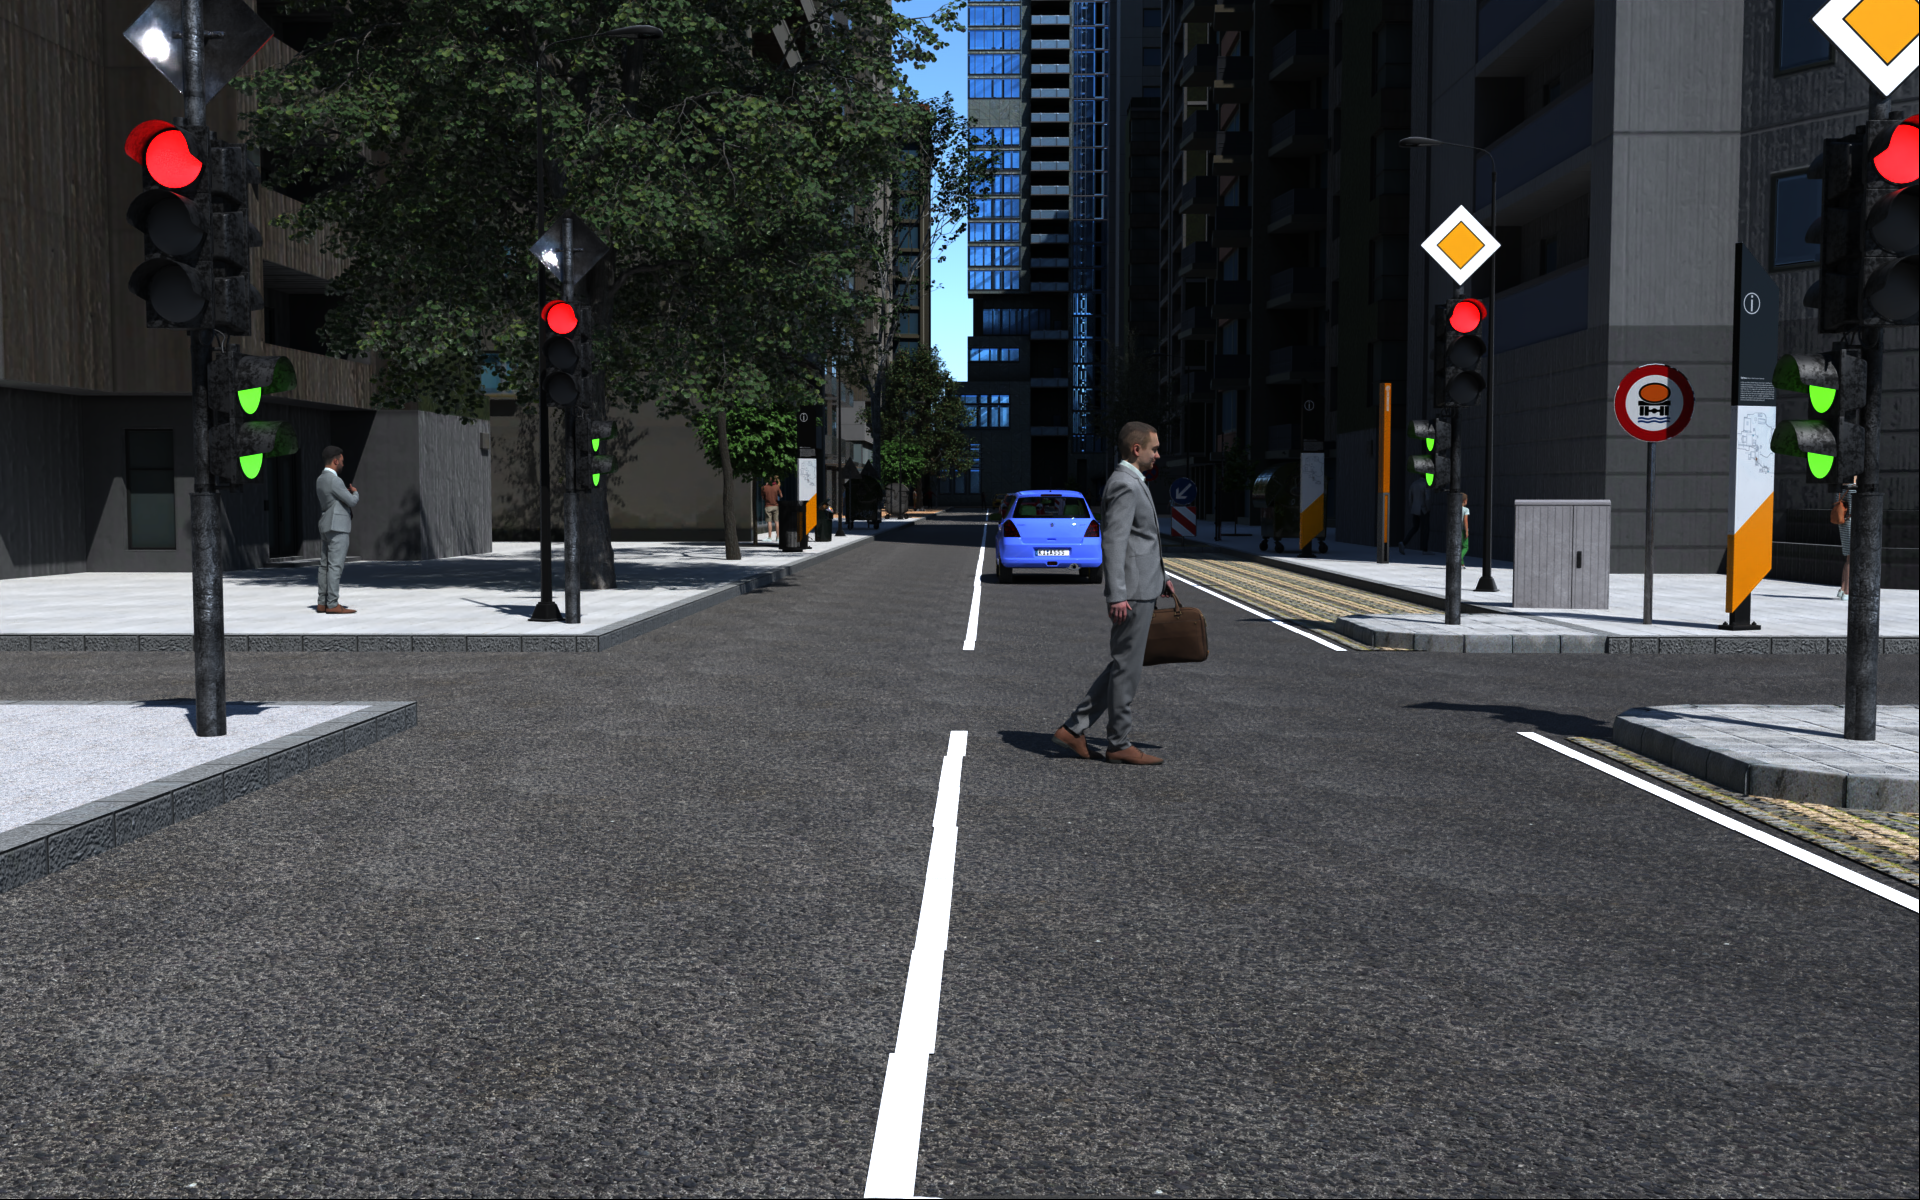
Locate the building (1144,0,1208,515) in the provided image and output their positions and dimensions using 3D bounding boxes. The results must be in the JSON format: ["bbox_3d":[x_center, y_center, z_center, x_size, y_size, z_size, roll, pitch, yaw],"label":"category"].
[{"bbox_3d":[21.889,-41.131,110.741,20.563,71.187,20.611,0,4,1],"label":"building"}]

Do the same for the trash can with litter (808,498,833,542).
[{"bbox_3d":[-3.922,-2.152,46.572,1.055,1.170,0.624,0,4,-2],"label":"trash can with litter"}]

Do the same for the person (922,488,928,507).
[{"bbox_3d":[-3.543,-9.771,165.432,1.348,1.869,0.705,-1,4,-12],"label":"person"}]

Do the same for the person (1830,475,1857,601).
[{"bbox_3d":[10.747,-0.846,20.878,0.522,1.701,0.512,-1,4,-13],"label":"person"}]

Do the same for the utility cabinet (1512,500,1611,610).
[{"bbox_3d":[6.759,-0.509,19.477,1.020,1.237,0.306,1,4,18],"label":"utility cabinet"}]

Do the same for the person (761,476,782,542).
[{"bbox_3d":[-5.053,-2.498,46.859,0.573,1.828,0.580,2,4,26],"label":"person"}]

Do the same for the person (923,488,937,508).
[{"bbox_3d":[-2.677,-9.105,154.850,1.348,1.831,0.705,0,4,6],"label":"person"}]

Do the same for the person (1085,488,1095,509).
[{"bbox_3d":[11.431,-8.981,152.974,0.705,1.812,1.348,3,5,39],"label":"person"}]

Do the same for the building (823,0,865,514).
[{"bbox_3d":[-18.375,-29.812,107.033,23.786,49.044,30.456,0,4,1],"label":"building"}]

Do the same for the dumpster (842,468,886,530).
[{"bbox_3d":[-3.514,-3.717,63.266,1.502,2.255,1.985,0,4,1],"label":"dumpster"}]

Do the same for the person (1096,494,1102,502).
[{"bbox_3d":[14.135,-10.007,172.210,1.348,1.812,0.705,-1,4,-9],"label":"person"}]

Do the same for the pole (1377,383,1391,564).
[{"bbox_3d":[7.817,-2.329,31.925,0.158,3.312,0.155,0,3,0],"label":"pole"}]

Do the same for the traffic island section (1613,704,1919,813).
[{"bbox_3d":[4.735,0.808,9.074,2.009,0.180,2.903,0,4,1],"label":"traffic island section"}]

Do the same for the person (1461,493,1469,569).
[{"bbox_3d":[8.497,-1.169,29.398,0.306,1.304,0.590,2,4,35],"label":"person"}]

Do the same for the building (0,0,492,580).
[{"bbox_3d":[-17.422,-15.824,30.422,14.160,30.474,14.107,0,4,1],"label":"building"}]

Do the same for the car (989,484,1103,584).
[{"bbox_3d":[1.455,-1.188,29.008,1.945,1.707,3.694,0,3,0],"label":"car"}]

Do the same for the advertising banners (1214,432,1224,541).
[{"bbox_3d":[7.206,-3.170,48.015,0.090,3.025,2.074,1,4,14],"label":"advertising banners"}]

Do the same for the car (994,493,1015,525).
[{"bbox_3d":[2.421,-3.602,67.936,2.155,1.783,4.494,0,4,2],"label":"car"}]

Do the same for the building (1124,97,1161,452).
[{"bbox_3d":[19.139,-21.881,129.459,14.160,30.474,14.107,0,4,1],"label":"building"}]

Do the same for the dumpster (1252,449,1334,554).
[{"bbox_3d":[7.323,-2.179,38.122,1.502,2.255,1.985,0,4,1],"label":"dumpster"}]

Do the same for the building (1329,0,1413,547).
[{"bbox_3d":[17.218,-16.895,47.937,14.160,30.474,14.107,0,4,1],"label":"building"}]

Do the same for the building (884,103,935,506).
[{"bbox_3d":[-17.385,-32.699,189.253,28.867,44.769,22.147,0,4,1],"label":"building"}]

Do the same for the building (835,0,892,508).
[{"bbox_3d":[-19.576,-34.319,150.362,27.495,52.752,28.713,0,4,1],"label":"building"}]

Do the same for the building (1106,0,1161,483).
[{"bbox_3d":[23.287,-37.179,149.879,21.231,58.520,28.212,0,4,1],"label":"building"}]

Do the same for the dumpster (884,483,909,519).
[{"bbox_3d":[-3.258,-5.088,88.953,1.264,1.857,1.865,0,4,1],"label":"dumpster"}]

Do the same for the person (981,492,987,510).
[{"bbox_3d":[2.169,-8.853,154.712,0.593,1.643,0.415,0,4,-3],"label":"person"}]

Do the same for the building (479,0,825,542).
[{"bbox_3d":[-16.070,-26.419,55.657,21.300,48.544,21.600,0,4,1],"label":"building"}]

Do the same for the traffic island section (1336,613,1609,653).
[{"bbox_3d":[4.874,0.319,17.058,2.009,0.180,2.903,0,4,1],"label":"traffic island section"}]

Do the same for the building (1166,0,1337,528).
[{"bbox_3d":[21.487,-25.825,76.863,22.147,44.769,28.867,0,4,1],"label":"building"}]

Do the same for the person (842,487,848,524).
[{"bbox_3d":[-4.900,-4.087,73.443,0.524,1.755,0.480,1,4,14],"label":"person"}]

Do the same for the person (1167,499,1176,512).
[{"bbox_3d":[9.928,-4.275,80.961,0.505,1.210,0.382,1,4,14],"label":"person"}]

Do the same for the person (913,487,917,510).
[{"bbox_3d":[-3.668,-8.341,142.417,0.705,1.824,1.348,-1,4,-15],"label":"person"}]

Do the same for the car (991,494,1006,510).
[{"bbox_3d":[3.896,-9.279,161.933,2.015,1.641,3.980,0,4,0],"label":"car"}]

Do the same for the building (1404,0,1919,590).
[{"bbox_3d":[24.424,-29.866,30.310,28.212,58.520,21.231,0,4,1],"label":"building"}]

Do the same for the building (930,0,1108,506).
[{"bbox_3d":[12.554,-53.540,188.044,31.000,86.520,22.319,0,4,1],"label":"building"}]

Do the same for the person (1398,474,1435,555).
[{"bbox_3d":[9.661,-1.873,36.512,0.795,1.843,0.661,-2,4,-23],"label":"person"}]
